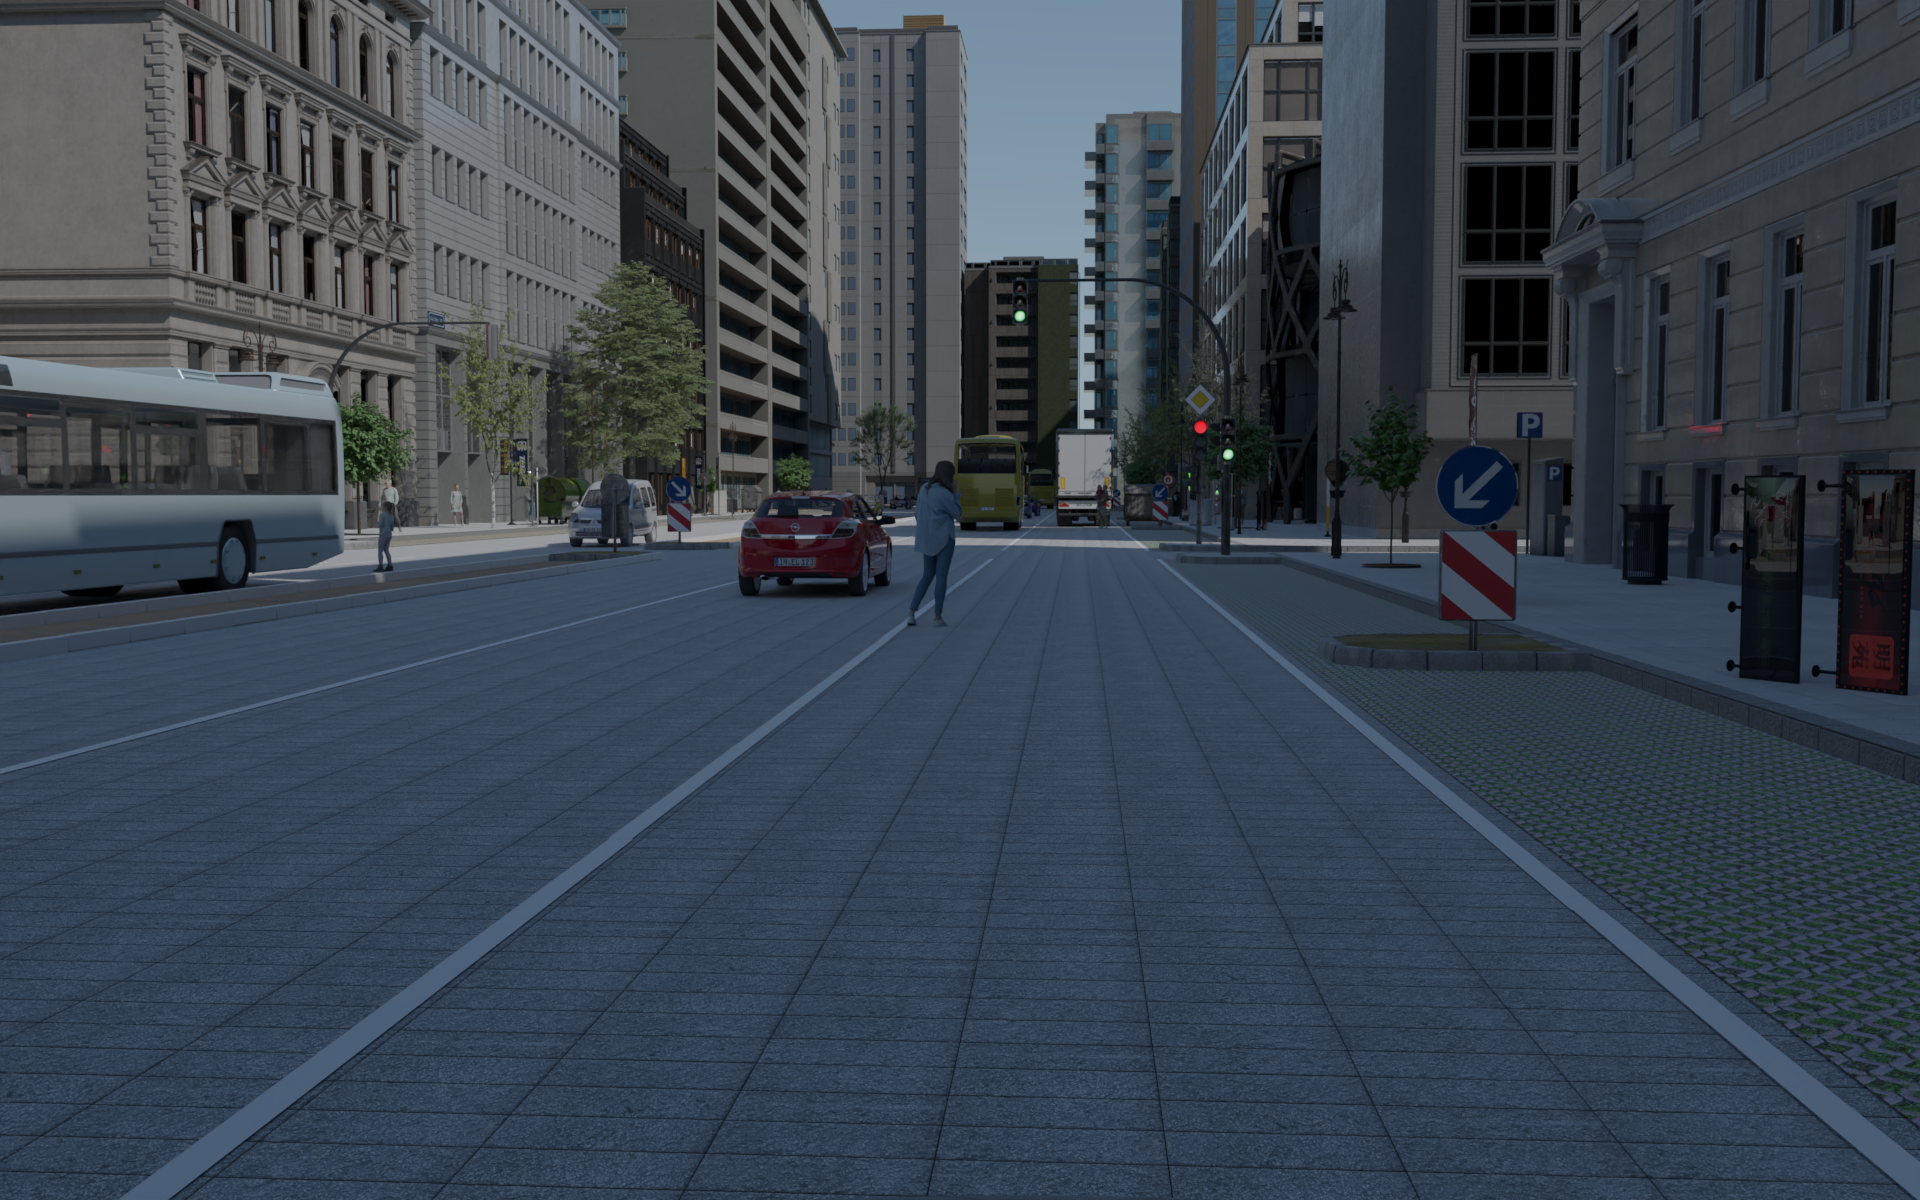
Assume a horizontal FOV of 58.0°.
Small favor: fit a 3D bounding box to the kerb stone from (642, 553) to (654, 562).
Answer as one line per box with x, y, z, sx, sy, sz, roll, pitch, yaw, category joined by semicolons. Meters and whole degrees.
-6.710;-0.885;36.663;0.120;0.150;1.000;0;4;4;kerb stone

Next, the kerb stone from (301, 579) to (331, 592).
-9.577;-0.201;25.529;0.120;0.150;1.000;0;4;4;kerb stone

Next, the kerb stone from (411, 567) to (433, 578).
-9.292;-0.454;29.613;0.120;0.150;1.000;0;4;4;kerb stone

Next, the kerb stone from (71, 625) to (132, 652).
-8.102;0.366;16.205;0.120;0.150;1.000;0;4;4;kerb stone

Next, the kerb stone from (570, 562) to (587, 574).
-7.050;-0.572;31.549;0.120;0.150;1.000;0;4;4;kerb stone

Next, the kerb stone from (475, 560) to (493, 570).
-9.081;-0.641;32.673;0.120;0.150;1.000;0;4;4;kerb stone

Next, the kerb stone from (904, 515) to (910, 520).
-2.889;-4.296;92.452;0.120;0.150;1.000;0;4;4;kerb stone

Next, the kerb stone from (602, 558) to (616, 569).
-6.913;-0.697;33.598;0.120;0.150;1.000;0;4;4;kerb stone

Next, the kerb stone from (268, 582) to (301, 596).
-9.644;-0.141;24.509;0.120;0.150;1.000;0;4;4;kerb stone

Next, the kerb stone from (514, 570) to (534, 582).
-7.265;-0.378;28.482;0.120;0.150;1.000;0;4;4;kerb stone

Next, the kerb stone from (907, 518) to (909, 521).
-2.957;-4.234;91.421;0.120;0.150;1.000;0;4;4;kerb stone

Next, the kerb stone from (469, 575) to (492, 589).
-7.403;-0.259;26.434;0.120;0.150;1.000;0;4;4;kerb stone

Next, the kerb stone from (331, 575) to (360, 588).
-9.498;-0.264;26.548;0.120;0.150;1.000;0;4;4;kerb stone

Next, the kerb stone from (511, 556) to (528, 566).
-8.936;-0.766;34.712;0.120;0.150;1.000;0;4;4;kerb stone

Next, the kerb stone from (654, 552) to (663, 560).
-6.633;-0.947;37.682;0.120;0.150;1.000;0;4;4;kerb stone

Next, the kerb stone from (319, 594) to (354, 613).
-7.755;0.058;21.314;0.120;0.150;1.000;0;4;4;kerb stone

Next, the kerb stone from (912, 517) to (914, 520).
-2.756;-4.422;94.492;0.120;0.150;1.000;0;4;4;kerb stone

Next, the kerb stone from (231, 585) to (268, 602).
-9.705;-0.079;23.484;0.120;0.150;1.000;0;4;4;kerb stone

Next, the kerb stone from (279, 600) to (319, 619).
-7.824;0.116;20.294;0.120;0.150;1.000;0;4;4;kerb stone

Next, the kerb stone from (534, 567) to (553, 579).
-7.192;-0.443;29.506;0.120;0.150;1.000;0;4;4;kerb stone

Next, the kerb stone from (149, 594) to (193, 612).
-9.846;0.046;21.440;0.120;0.150;1.000;0;4;4;kerb stone

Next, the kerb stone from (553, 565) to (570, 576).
-7.128;-0.509;30.525;0.120;0.150;1.000;0;4;4;kerb stone

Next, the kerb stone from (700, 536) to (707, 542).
-7.783;-1.802;51.655;0.120;0.150;1.000;0;4;4;kerb stone

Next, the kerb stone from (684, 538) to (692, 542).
-7.925;-1.677;49.608;0.120;0.150;1.000;0;4;4;kerb stone

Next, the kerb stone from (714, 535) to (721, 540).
-7.644;-1.916;53.703;0.120;0.150;1.000;0;4;4;kerb stone

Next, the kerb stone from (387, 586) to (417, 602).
-7.610;-0.068;23.363;0.120;0.150;1.000;0;4;4;kerb stone

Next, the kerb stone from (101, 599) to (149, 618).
-9.918;0.111;20.412;0.120;0.150;1.000;0;4;4;kerb stone

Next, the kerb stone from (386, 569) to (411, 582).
-9.360;-0.391;28.592;0.120;0.150;1.000;0;4;4;kerb stone

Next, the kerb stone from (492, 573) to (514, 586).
-7.330;-0.322;27.462;0.120;0.150;1.000;0;4;4;kerb stone

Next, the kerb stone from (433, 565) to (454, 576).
-9.228;-0.516;30.634;0.120;0.150;1.000;0;4;4;kerb stone

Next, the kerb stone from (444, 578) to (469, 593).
-7.474;-0.196;25.410;0.120;0.150;1.000;0;4;4;kerb stone

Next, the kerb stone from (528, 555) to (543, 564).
-8.865;-0.828;35.731;0.120;0.150;1.000;0;4;4;kerb stone

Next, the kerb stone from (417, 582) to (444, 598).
-7.539;-0.134;24.385;0.120;0.150;1.000;0;4;4;kerb stone

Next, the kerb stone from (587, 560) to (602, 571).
-6.979;-0.632;32.570;0.120;0.150;1.000;0;4;4;kerb stone

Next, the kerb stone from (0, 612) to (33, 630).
-10.063;0.239;18.372;0.120;0.150;1.000;0;4;4;kerb stone

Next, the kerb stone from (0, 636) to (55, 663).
-8.166;0.431;15.183;0.120;0.150;1.000;0;4;4;kerb stone

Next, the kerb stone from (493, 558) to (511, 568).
-9.010;-0.700;33.693;0.120;0.150;1.000;0;4;4;kerb stone

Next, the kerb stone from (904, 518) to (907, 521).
-3.027;-4.167;90.402;0.120;0.150;1.000;0;4;4;kerb stone

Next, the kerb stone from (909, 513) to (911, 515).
-3.524;-5.614;114.035;0.120;0.150;1.000;0;4;4;kerb stone

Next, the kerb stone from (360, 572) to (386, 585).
-9.436;-0.328;27.573;0.120;0.150;1.000;0;4;4;kerb stone

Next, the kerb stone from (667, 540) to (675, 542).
-8.069;-1.551;47.558;0.120;0.150;1.000;0;4;4;kerb stone

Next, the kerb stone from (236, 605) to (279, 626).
-7.899;0.179;19.275;0.120;0.150;1.000;0;4;4;kerb stone

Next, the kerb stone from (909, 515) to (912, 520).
-2.829;-4.359;93.472;0.120;0.150;1.000;0;4;4;kerb stone

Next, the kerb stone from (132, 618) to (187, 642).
-8.034;0.307;17.228;0.120;0.150;1.000;0;4;4;kerb stone

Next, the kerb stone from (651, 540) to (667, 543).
-8.130;-1.489;46.537;0.120;0.150;1.000;0;4;4;kerb stone

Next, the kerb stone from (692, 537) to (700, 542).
-7.853;-1.734;50.628;0.120;0.150;1.000;0;4;4;kerb stone

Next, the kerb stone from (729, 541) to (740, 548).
-6.044;-1.475;46.397;0.120;0.150;1.000;0;4;4;kerb stone

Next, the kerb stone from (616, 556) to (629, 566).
-6.846;-0.757;34.619;0.120;0.150;1.000;0;4;4;kerb stone

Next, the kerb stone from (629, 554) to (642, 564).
-6.778;-0.820;35.644;0.120;0.150;1.000;0;4;4;kerb stone

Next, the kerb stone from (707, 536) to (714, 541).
-7.715;-1.864;52.675;0.120;0.150;1.000;0;4;4;kerb stone

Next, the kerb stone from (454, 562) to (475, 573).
-9.148;-0.578;31.653;0.120;0.150;1.000;0;4;4;kerb stone

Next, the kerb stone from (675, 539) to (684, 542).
-7.997;-1.608;48.588;0.120;0.150;1.000;0;4;4;kerb stone

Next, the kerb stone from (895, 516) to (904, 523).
-3.104;-4.101;89.370;0.120;0.150;1.000;0;4;4;kerb stone

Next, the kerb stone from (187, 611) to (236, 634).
-7.961;0.243;18.248;0.120;0.150;1.000;0;4;4;kerb stone

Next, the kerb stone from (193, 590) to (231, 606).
-9.789;-0.012;22.461;0.120;0.150;1.000;0;4;4;kerb stone

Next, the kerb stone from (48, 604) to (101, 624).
-9.991;0.172;19.391;0.120;0.150;1.000;0;4;4;kerb stone

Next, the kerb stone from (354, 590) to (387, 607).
-7.684;-0.008;22.335;0.120;0.150;1.000;0;4;4;kerb stone

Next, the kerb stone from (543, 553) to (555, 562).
-8.806;-0.887;36.753;0.120;0.150;1.000;0;4;4;kerb stone
